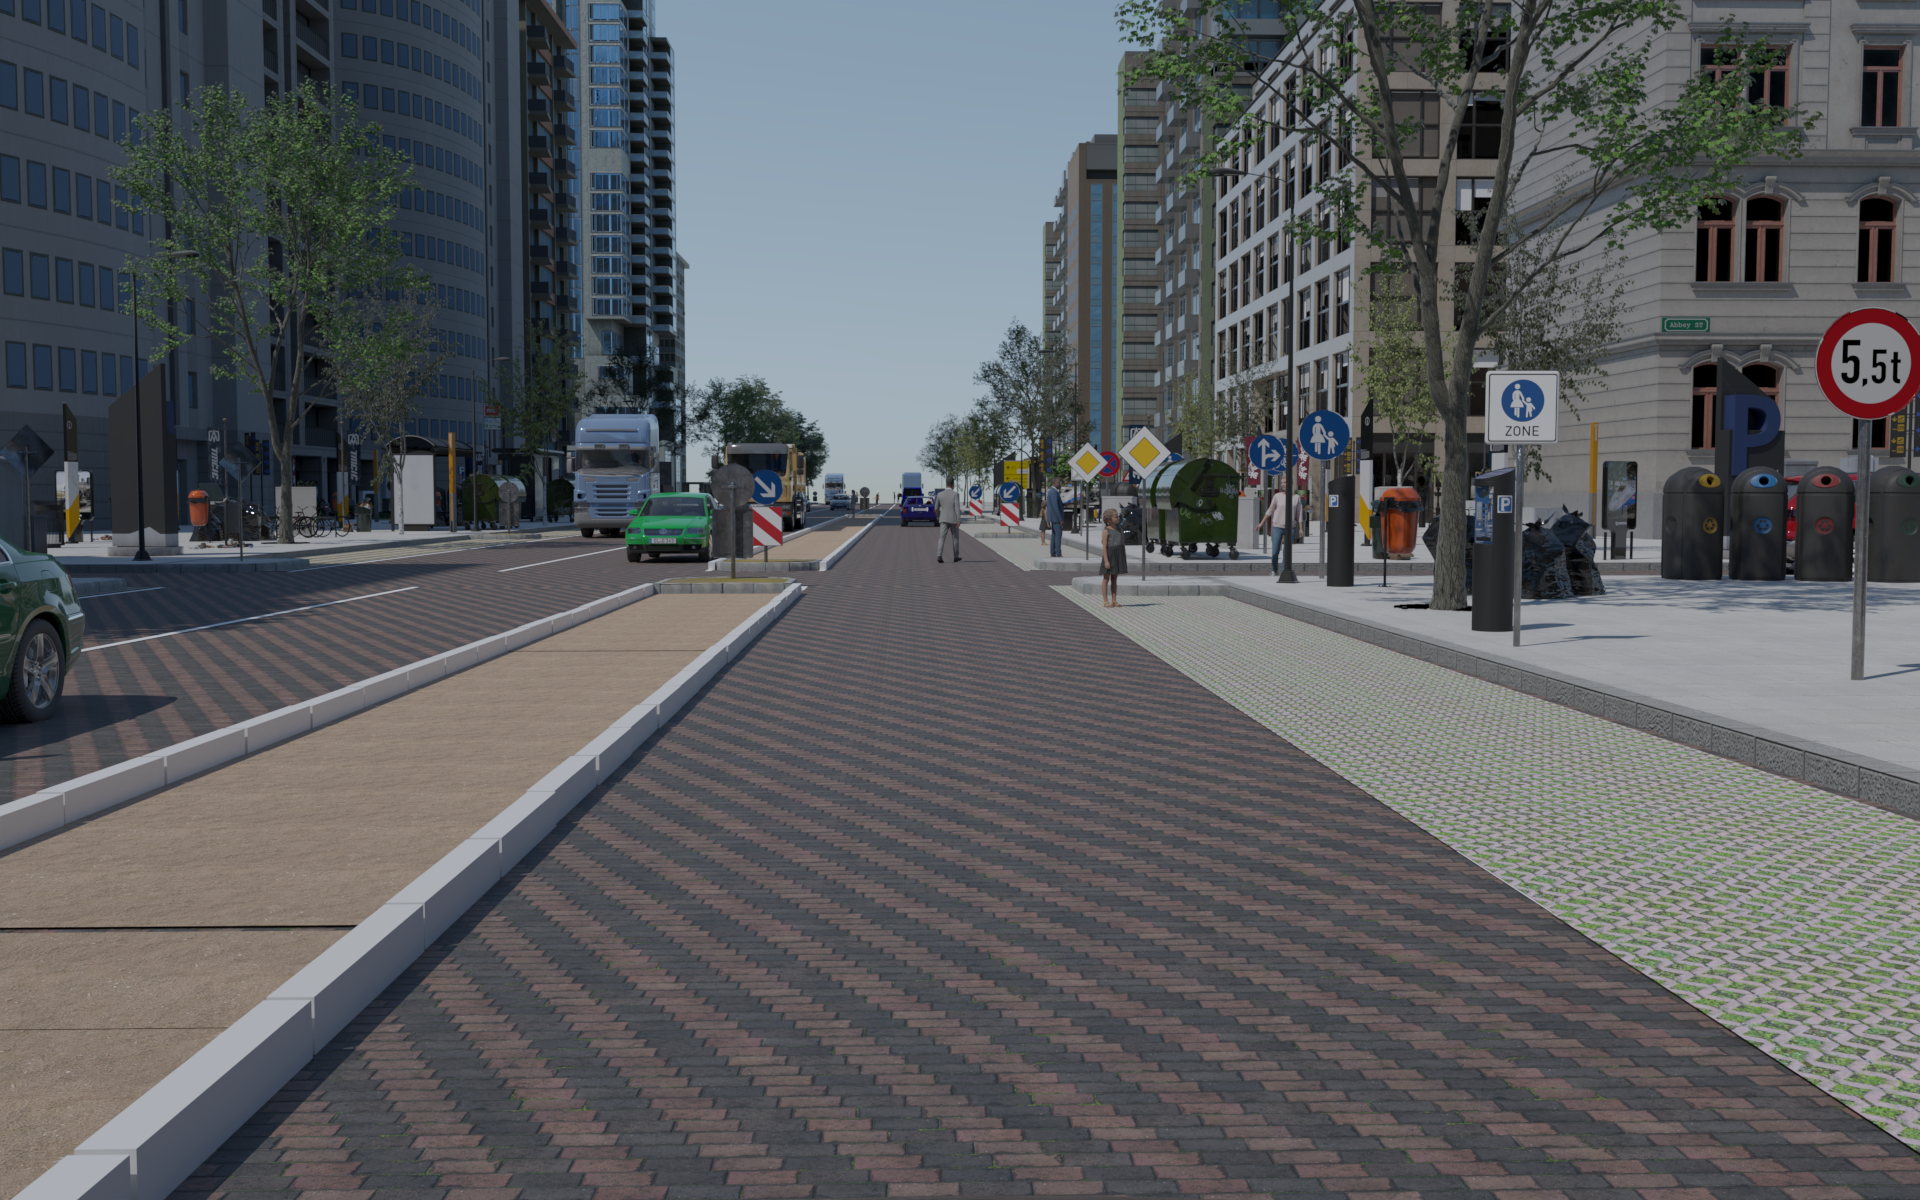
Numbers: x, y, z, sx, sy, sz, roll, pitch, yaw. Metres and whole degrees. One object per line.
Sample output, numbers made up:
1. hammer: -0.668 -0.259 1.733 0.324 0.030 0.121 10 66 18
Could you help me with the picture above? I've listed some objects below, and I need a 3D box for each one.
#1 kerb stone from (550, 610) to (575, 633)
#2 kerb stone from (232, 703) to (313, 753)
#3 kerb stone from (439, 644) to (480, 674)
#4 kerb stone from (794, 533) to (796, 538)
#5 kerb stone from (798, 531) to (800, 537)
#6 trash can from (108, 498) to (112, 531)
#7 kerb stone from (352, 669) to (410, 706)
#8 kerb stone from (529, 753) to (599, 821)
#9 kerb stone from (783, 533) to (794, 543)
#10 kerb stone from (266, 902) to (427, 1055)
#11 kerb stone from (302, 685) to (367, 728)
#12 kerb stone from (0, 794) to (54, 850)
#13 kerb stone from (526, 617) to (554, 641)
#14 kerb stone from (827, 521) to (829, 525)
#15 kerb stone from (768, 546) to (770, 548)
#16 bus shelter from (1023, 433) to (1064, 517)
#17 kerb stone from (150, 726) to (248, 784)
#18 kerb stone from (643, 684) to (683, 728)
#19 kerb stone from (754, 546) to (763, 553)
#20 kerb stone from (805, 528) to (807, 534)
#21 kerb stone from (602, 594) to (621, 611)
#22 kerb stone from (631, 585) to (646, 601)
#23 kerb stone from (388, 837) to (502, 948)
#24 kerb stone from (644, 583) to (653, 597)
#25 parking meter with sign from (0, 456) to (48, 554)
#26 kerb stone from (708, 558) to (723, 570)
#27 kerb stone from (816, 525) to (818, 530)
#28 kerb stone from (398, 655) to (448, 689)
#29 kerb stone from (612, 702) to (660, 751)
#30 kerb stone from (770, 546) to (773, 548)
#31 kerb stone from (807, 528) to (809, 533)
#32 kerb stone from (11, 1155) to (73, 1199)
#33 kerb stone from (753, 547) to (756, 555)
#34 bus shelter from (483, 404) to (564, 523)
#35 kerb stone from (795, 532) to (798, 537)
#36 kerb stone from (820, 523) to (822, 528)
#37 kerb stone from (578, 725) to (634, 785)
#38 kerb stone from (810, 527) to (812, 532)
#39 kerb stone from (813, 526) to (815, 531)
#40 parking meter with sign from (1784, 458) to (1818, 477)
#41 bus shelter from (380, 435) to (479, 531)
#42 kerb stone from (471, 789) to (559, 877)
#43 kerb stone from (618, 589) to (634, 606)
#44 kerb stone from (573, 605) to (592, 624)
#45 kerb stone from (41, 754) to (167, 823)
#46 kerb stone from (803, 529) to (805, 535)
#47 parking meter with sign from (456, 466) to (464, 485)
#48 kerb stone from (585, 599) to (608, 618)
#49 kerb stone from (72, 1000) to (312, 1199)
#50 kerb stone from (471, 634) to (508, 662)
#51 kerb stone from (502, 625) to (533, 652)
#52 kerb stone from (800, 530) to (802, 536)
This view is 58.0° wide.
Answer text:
1. kerb stone: -4.235 0.244 18.203 0.120 0.150 1.000 0 4 -2
2. kerb stone: -3.984 0.746 10.001 0.120 0.150 1.000 0 4 -2
3. kerb stone: -4.113 0.495 14.102 0.120 0.150 1.000 0 4 -2
4. kerb stone: -5.354 -1.979 54.623 0.120 0.150 1.000 0 4 -2
5. kerb stone: -5.415 -2.108 56.666 0.120 0.150 1.000 0 4 -2
6. trash can: -28.016 -2.825 57.837 0.748 1.137 0.748 0 3 0
7. kerb stone: -4.046 0.621 12.044 0.120 0.150 1.000 0 4 -2
8. kerb stone: -1.829 0.869 7.986 0.120 0.150 1.000 0 4 -2
9. kerb stone: -5.323 -1.921 53.596 0.120 0.150 1.000 0 4 -2
10. kerb stone: -1.722 1.057 4.918 0.120 0.150 1.000 0 4 -2
11. kerb stone: -4.010 0.686 11.023 0.120 0.150 1.000 0 4 -2
12. kerb stone: -3.891 0.937 6.933 0.120 0.150 1.000 0 4 -2
13. kerb stone: -4.212 0.307 17.181 0.120 0.150 1.000 0 4 -2
14. kerb stone: -6.044 -3.362 77.157 0.120 0.150 1.000 0 4 -2
15. kerb stone: -5.037 -1.356 44.368 0.120 0.150 1.000 0 4 -2
16. bus shelter: 4.830 -7.478 99.895 2.179 5.291 8.768 0 4 -2
17. kerb stone: -3.959 0.808 8.979 0.120 0.150 1.000 0 4 -2
18. kerb stone: -1.911 0.680 11.076 0.120 0.150 1.000 0 4 -2
19. kerb stone: -4.980 -1.231 42.322 0.120 0.150 1.000 0 4 -2
20. kerb stone: -5.548 -2.359 60.769 0.120 0.150 1.000 0 4 -2
21. kerb stone: -4.335 0.057 21.277 0.120 0.150 1.000 0 4 -2
22. kerb stone: -4.396 -0.069 23.322 0.120 0.150 1.000 0 4 -2
23. kerb stone: -1.757 0.994 5.940 0.120 0.150 1.000 0 4 -2
24. kerb stone: -4.421 -0.131 24.344 0.120 0.150 1.000 0 4 -2
25. parking meter with sign: -19.101 -2.342 34.553 0.543 3.016 1.738 1 4 19
26. kerb stone: -4.691 -0.666 33.091 0.120 0.150 1.000 0 4 -2
27. kerb stone: -5.765 -2.796 67.922 0.120 0.150 1.000 0 4 -2
28. kerb stone: -4.081 0.558 13.076 0.120 0.150 1.000 0 4 -2
29. kerb stone: -1.890 0.744 10.048 0.120 0.150 1.000 0 4 -2
30. kerb stone: -5.080 -1.418 45.399 0.120 0.150 1.000 0 4 -2
31. kerb stone: -5.577 -2.415 61.791 0.120 0.150 1.000 0 4 -2
32. kerb stone: -1.659 1.184 2.872 0.120 0.150 1.000 0 4 -2
33. kerb stone: -4.914 -1.105 40.262 0.120 0.150 1.000 0 4 -2
34. bus shelter: -20.283 -6.275 80.224 2.179 5.291 8.768 0 4 -2
35. kerb stone: -5.388 -2.046 55.644 0.120 0.150 1.000 0 4 -2
36. kerb stone: -5.862 -2.985 71.001 0.120 0.150 1.000 0 4 -2
37. kerb stone: -1.851 0.806 9.021 0.120 0.150 1.000 0 4 -2
38. kerb stone: -5.646 -2.547 63.833 0.120 0.150 1.000 0 4 -2
39. kerb stone: -5.710 -2.670 65.876 0.120 0.150 1.000 0 4 -2
40. parking meter with sign: 17.740 -2.470 36.650 1.738 3.016 0.543 0 4 6
41. bus shelter: -18.894 -4.165 62.018 2.014 3.302 5.546 0 4 -2
42. kerb stone: -1.786 0.932 6.965 0.120 0.150 1.000 0 4 -2
43. kerb stone: -4.364 -0.002 22.300 0.120 0.150 1.000 0 4 -2
44. kerb stone: -4.266 0.191 19.232 0.120 0.150 1.000 0 4 -2
45. kerb stone: -3.930 0.871 7.955 0.120 0.150 1.000 0 4 -2
46. kerb stone: -5.517 -2.296 59.742 0.120 0.150 1.000 0 4 -2
47. parking meter with sign: -30.931 -6.761 106.810 0.543 3.016 1.738 0 4 3
48. kerb stone: -4.296 0.119 20.256 0.120 0.150 1.000 0 4 -2
49. kerb stone: -1.689 1.119 3.893 0.120 0.150 1.000 0 4 -2
50. kerb stone: -4.145 0.433 15.124 0.120 0.150 1.000 0 4 -2
51. kerb stone: -4.176 0.374 16.159 0.120 0.150 1.000 0 4 -2
52. kerb stone: -5.441 -2.169 57.691 0.120 0.150 1.000 0 4 -2
